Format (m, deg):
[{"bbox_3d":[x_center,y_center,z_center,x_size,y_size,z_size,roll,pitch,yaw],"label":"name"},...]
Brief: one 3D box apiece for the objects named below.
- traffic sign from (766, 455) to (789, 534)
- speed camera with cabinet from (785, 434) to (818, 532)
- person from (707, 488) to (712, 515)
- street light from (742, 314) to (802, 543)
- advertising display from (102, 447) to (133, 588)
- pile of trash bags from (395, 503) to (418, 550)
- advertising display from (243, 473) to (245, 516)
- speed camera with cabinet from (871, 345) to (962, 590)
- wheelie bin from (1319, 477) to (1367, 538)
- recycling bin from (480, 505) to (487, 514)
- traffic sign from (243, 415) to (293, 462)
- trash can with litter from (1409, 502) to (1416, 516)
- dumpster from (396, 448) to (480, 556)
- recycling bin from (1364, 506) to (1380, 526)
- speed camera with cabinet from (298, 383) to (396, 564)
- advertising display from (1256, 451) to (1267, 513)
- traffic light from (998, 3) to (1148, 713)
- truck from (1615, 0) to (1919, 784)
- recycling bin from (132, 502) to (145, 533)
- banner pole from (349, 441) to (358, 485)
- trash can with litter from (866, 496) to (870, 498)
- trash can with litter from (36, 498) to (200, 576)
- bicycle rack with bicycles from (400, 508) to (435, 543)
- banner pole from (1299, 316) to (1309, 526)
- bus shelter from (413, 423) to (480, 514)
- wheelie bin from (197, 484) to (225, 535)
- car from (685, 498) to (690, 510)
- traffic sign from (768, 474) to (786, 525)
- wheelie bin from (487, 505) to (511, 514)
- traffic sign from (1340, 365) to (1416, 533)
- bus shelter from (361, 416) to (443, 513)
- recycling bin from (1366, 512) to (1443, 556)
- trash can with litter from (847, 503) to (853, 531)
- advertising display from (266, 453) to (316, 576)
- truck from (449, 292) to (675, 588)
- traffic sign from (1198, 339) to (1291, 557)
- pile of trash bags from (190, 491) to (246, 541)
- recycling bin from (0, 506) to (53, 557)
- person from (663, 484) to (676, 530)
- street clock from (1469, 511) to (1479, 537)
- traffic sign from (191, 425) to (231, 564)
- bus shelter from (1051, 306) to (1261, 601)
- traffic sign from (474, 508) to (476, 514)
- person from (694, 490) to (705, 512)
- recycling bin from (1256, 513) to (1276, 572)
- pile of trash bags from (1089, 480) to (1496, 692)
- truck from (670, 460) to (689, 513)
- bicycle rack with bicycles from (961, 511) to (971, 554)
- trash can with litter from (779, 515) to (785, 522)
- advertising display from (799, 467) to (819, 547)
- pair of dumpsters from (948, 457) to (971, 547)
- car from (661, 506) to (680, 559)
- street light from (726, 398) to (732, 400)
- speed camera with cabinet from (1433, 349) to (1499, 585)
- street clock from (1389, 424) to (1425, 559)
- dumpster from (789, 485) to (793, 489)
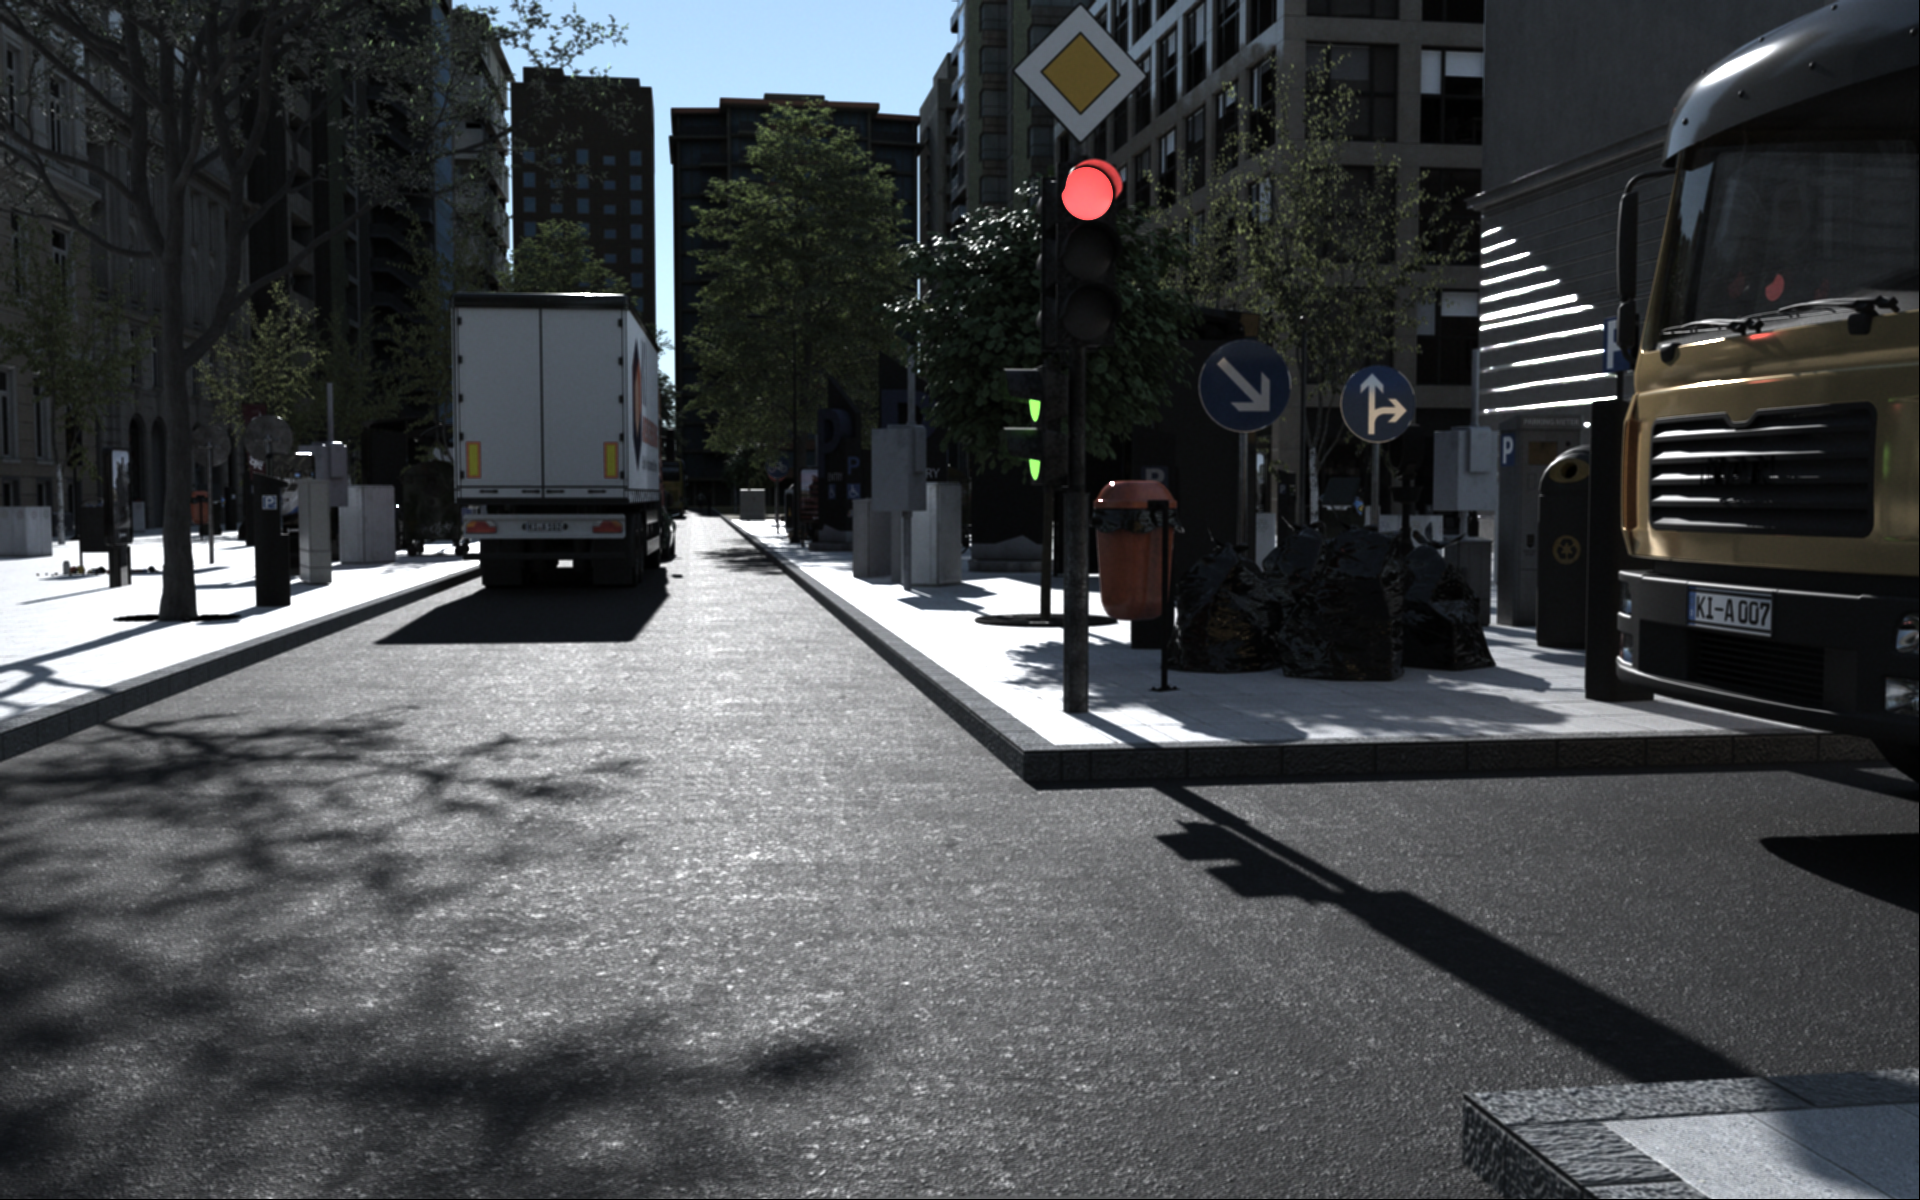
[{"bbox_3d":[-5.888,-3.414,55.919,0.768,2.556,0.104,0,4,-7],"label":"traffic sign"},{"bbox_3d":[-5.225,-3.883,57.824,0.660,3.252,2.038,-2,4,-28],"label":"speed camera with cabinet"},{"bbox_3d":[-17.326,-6.818,120.002,0.705,1.821,1.348,-1,4,-10],"label":"person"},{"bbox_3d":[-4.822,-4.426,44.913,1.470,5.913,1.316,-1,4,-9],"label":"street light"},{"bbox_3d":[-11.693,-1.153,24.068,0.123,1.923,0.974,-1,4,-11],"label":"advertising display"},{"bbox_3d":[-13.687,-1.813,39.392,1.912,1.369,3.447,0,4,3],"label":"pile of trash bags"},{"bbox_3d":[-20.714,-2.818,51.287,0.974,1.923,0.123,0,4,2],"label":"advertising display"},{"bbox_3d":[-0.585,-1.805,23.854,0.660,3.252,2.038,1,4,20],"label":"speed camera with cabinet"},{"bbox_3d":[7.268,-1.526,32.866,0.980,1.594,0.693,3,4,39],"label":"wheelie bin"},{"bbox_3d":[-17.828,-3.166,64.312,0.722,1.027,0.722,0,4,3],"label":"recycling bin"},{"bbox_3d":[-11.123,-1.698,27.874,0.768,2.556,0.104,0,4,-8],"label":"traffic sign"},{"bbox_3d":[13.420,-2.434,50.848,1.678,1.210,2.233,2,4,25],"label":"trash can with litter"},{"bbox_3d":[-10.959,-2.075,36.426,1.502,2.255,1.985,-1,4,-9],"label":"dumpster"},{"bbox_3d":[8.735,-1.551,37.920,0.722,1.027,0.722,0,4,-6],"label":"recycling bin"},{"bbox_3d":[-11.163,-2.277,31.567,0.660,3.252,2.038,1,4,18],"label":"speed camera with cabinet"},{"bbox_3d":[4.147,-1.256,25.745,0.974,1.923,0.123,-2,4,-32],"label":"advertising display"},{"bbox_3d":[0.663,-1.295,10.094,0.839,4.253,0.868,-1,4,-9],"label":"traffic light"},{"bbox_3d":[7.115,-0.704,7.435,9.791,3.379,3.469,0,4,-7],"label":"truck"},{"bbox_3d":[-27.487,-2.749,57.506,0.722,1.027,0.722,-2,4,-29],"label":"recycling bin"},{"bbox_3d":[-28.470,-5.578,81.224,0.863,3.779,0.401,3,4,39],"label":"banner pole"},{"bbox_3d":[-2.799,-2.583,53.296,1.678,1.210,2.233,-2,4,-28],"label":"trash can with litter"},{"bbox_3d":[-13.538,-1.034,27.962,2.233,1.210,1.678,-1,4,-12],"label":"trash can with litter"},{"bbox_3d":[-15.125,-1.987,45.869,2.925,0.926,2.852,1,4,9],"label":"bicycle rack with bicycles"},{"bbox_3d":[4.885,-2.120,24.682,0.401,3.779,0.863,1,4,11],"label":"banner pole"},{"bbox_3d":[-15.018,-3.571,52.304,2.014,3.302,5.546,-1,4,-9],"label":"bus shelter"},{"bbox_3d":[-23.477,-2.824,54.084,0.980,1.594,0.693,-2,4,-29],"label":"wheelie bin"},{"bbox_3d":[-25.565,-8.873,156.865,2.131,1.459,4.920,-1,4,-9],"label":"car"},{"bbox_3d":[-7.555,-4.371,71.564,0.768,2.556,0.104,0,4,-1],"label":"traffic sign"},{"bbox_3d":[-15.397,-3.047,57.719,0.980,1.594,0.693,1,4,11],"label":"wheelie bin"},{"bbox_3d":[4.115,-1.044,17.173,0.768,2.556,0.104,0,4,-6],"label":"traffic sign"},{"bbox_3d":[-17.477,-3.883,54.763,1.731,3.624,6.357,-1,4,-9],"label":"bus shelter"},{"bbox_3d":[5.342,-0.501,20.745,0.722,1.027,0.722,2,4,28],"label":"recycling bin"},{"bbox_3d":[-2.139,-1.596,37.485,0.624,1.170,1.055,0,4,-5],"label":"trash can with litter"},{"bbox_3d":[-10.534,-1.352,27.318,0.123,1.923,0.974,1,4,20],"label":"advertising display"},{"bbox_3d":[-6.528,-2.501,29.805,2.839,4.237,11.283,0,4,-7],"label":"truck"},{"bbox_3d":[2.338,-0.870,14.327,0.768,2.556,0.104,0,4,-2],"label":"traffic sign"},{"bbox_3d":[-19.719,-2.367,48.456,3.447,1.369,1.912,-2,4,-28],"label":"pile of trash bags"},{"bbox_3d":[-19.172,-1.405,35.525,0.722,1.027,0.722,1,4,10],"label":"recycling bin"},{"bbox_3d":[-11.558,-3.627,67.762,0.822,1.834,0.622,1,4,9],"label":"person"},{"bbox_3d":[10.229,-1.828,34.460,0.471,2.002,0.358,2,4,26],"label":"street clock"},{"bbox_3d":[-13.793,-1.942,31.853,0.768,2.556,0.104,0,4,-4],"label":"traffic sign"},{"bbox_3d":[2.393,-1.995,23.903,1.731,3.624,6.357,-1,4,-9],"label":"bus shelter"},{"bbox_3d":[-13.703,-2.917,48.885,0.795,2.450,0.064,0,4,-8],"label":"traffic sign"},{"bbox_3d":[-21.104,-8.030,140.572,1.217,1.735,0.721,2,4,34],"label":"person"},{"bbox_3d":[3.803,-0.659,23.322,0.722,1.027,0.722,0,4,-6],"label":"recycling bin"},{"bbox_3d":[2.231,-0.162,12.402,3.447,1.369,1.912,-3,5,-42],"label":"pile of trash bags"},{"bbox_3d":[-21.819,-8.526,129.163,2.967,4.110,18.799,-1,4,-8],"label":"truck"},{"bbox_3d":[0.910,-1.477,37.531,2.852,0.926,2.925,-2,4,-31],"label":"bicycle rack with bicycles"},{"bbox_3d":[-7.949,-4.232,80.585,1.055,1.170,0.624,1,4,13],"label":"trash can with litter"},{"bbox_3d":[-3.379,-2.229,41.663,0.974,1.923,0.123,1,4,10],"label":"advertising display"},{"bbox_3d":[-0.694,-2.524,43.763,1.574,2.255,4.437,-1,4,-9],"label":"pair of dumpsters"},{"bbox_3d":[-7.473,-1.692,39.462,2.131,1.459,4.920,0,4,-7],"label":"car"},{"bbox_3d":[-10.870,-6.804,83.789,1.470,5.913,1.316,-1,4,-9],"label":"street light"},{"bbox_3d":[7.593,-1.822,24.134,2.038,3.252,0.660,-1,4,-23],"label":"speed camera with cabinet"},{"bbox_3d":[4.639,-0.823,18.030,0.358,2.002,0.471,0,4,-4],"label":"street clock"},{"bbox_3d":[-7.541,-4.692,82.474,1.264,1.857,1.865,-1,4,-9],"label":"dumpster"}]
